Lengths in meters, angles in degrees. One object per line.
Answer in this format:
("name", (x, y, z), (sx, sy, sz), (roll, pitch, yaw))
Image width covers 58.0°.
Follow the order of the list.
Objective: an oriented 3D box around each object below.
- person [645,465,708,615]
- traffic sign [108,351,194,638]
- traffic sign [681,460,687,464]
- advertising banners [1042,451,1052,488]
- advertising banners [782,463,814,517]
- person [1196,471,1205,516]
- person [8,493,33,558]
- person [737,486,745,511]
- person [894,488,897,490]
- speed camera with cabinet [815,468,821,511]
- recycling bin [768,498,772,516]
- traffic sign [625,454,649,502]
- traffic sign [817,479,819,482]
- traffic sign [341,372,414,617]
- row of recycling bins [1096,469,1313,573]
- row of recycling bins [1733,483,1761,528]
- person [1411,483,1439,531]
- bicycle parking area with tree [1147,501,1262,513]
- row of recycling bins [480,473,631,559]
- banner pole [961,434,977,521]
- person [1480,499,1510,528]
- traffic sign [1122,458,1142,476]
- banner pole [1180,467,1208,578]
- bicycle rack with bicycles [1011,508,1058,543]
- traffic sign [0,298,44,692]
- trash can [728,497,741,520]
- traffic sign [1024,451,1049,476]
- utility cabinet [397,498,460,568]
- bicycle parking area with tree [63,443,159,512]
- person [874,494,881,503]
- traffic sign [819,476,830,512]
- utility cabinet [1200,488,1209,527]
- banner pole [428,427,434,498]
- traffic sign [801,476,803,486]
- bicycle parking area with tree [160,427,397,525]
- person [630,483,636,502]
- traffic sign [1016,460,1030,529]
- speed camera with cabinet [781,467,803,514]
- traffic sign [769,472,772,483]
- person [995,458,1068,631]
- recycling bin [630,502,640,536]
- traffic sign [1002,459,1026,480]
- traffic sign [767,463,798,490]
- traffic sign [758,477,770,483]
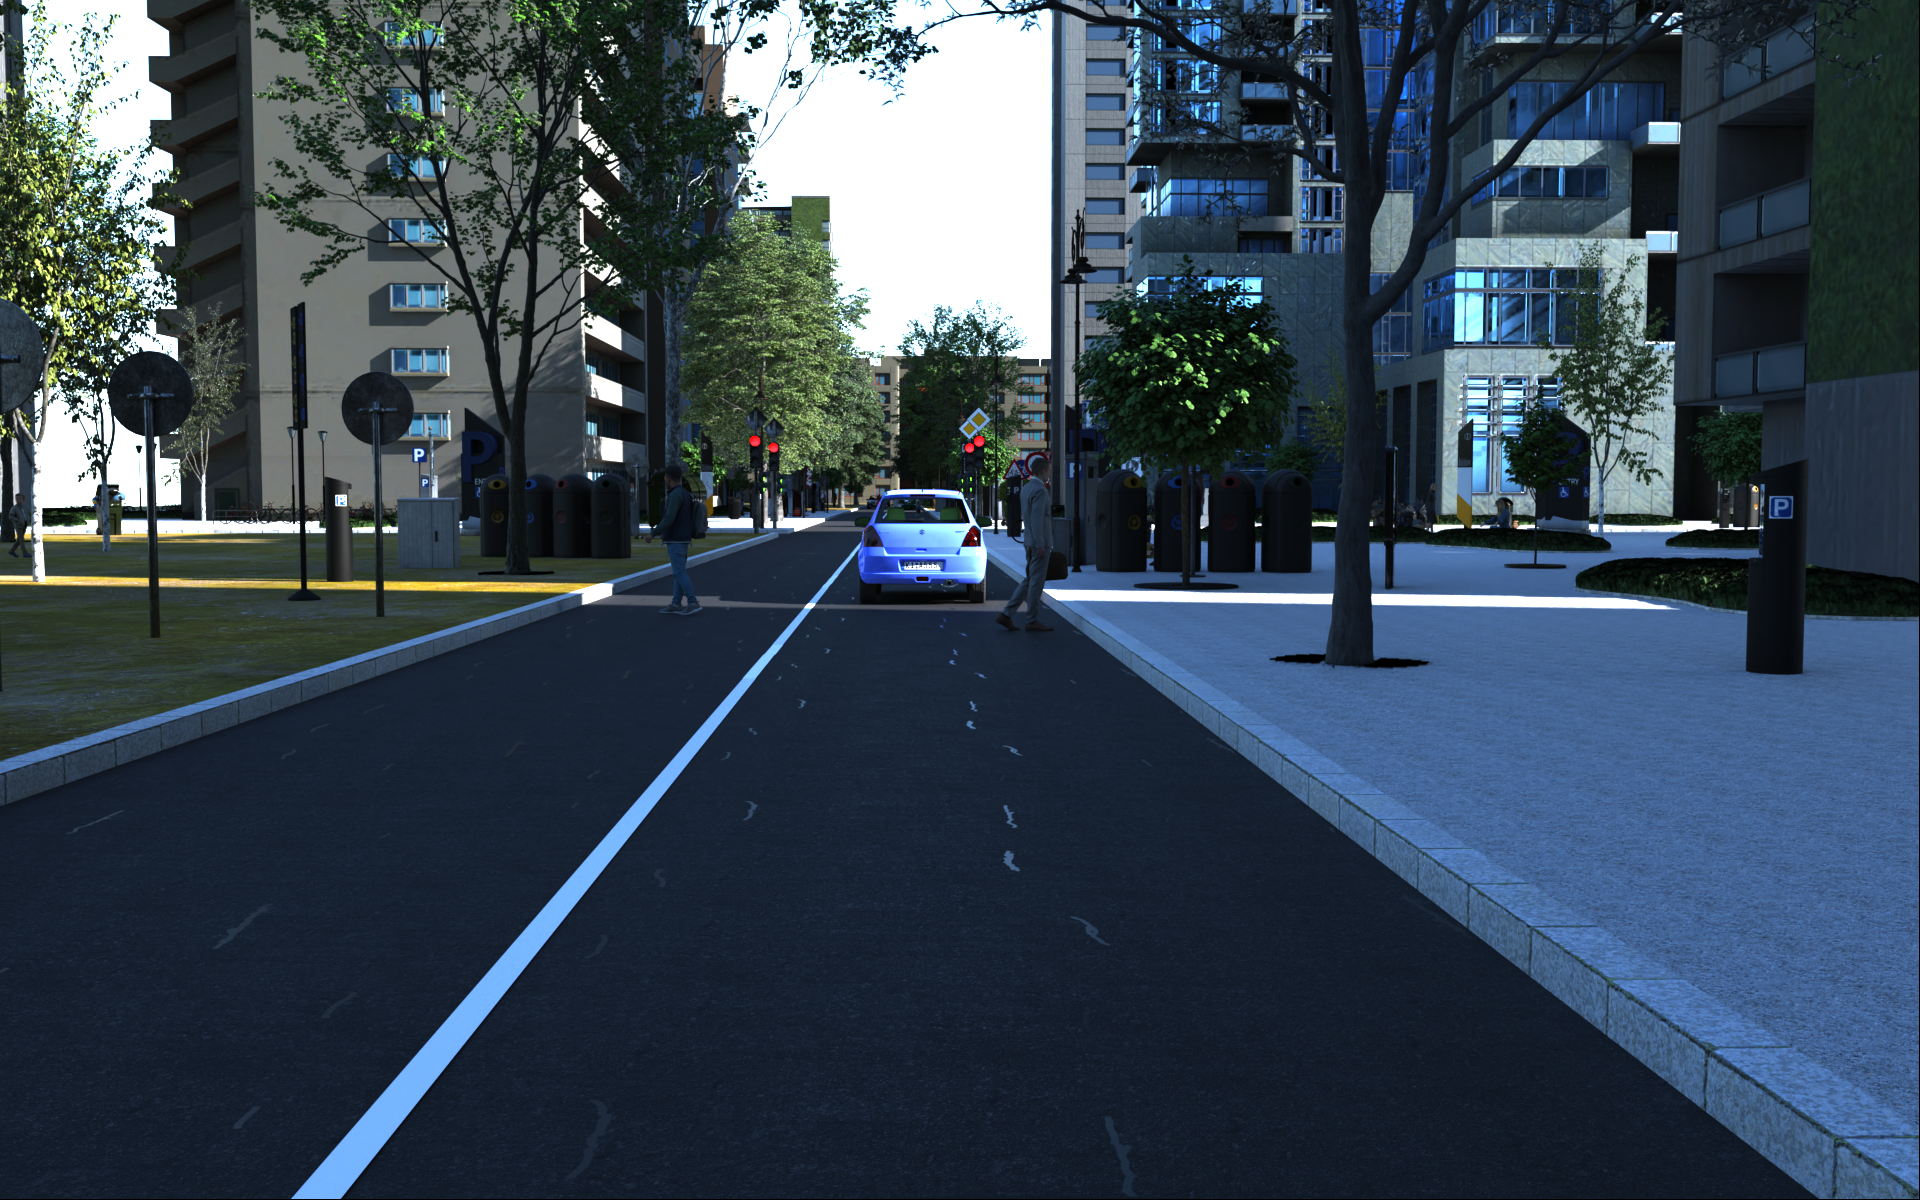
("person", (-3.378, -0.726, 20.721), (0.721, 1.781, 0.623), (0, 4, -3))
("traffic sign", (-7.199, -0.936, 15.418), (0.768, 2.556, 0.104), (0, 4, 1))
("traffic sign", (-10.285, -3.862, 63.252), (0.768, 2.556, 0.104), (0, 4, -1))
("advertising banners", (2.919, -4.573, 70.963), (2.074, 3.025, 0.090), (3, 4, 37))
("advertising banners", (-9.258, -6.219, 97.864), (2.074, 3.025, 0.090), (0, 4, 0))
("person", (5.488, -2.090, 40.228), (0.388, 1.821, 0.555), (3, 4, 36))
("person", (-18.918, -1.503, 34.893), (0.640, 1.303, 0.475), (1, 4, 11))
("person", (-13.477, -6.115, 106.372), (0.623, 1.781, 0.721), (2, 4, 32))
("person", (-3.971, -5.947, 106.080), (0.624, 1.780, 0.694), (3, 5, 44))
("speed camera with cabinet", (-10.696, -8.383, 131.397), (0.660, 3.252, 2.038), (0, 4, 4))
("recycling bin", (-11.215, -5.437, 101.451), (0.722, 1.027, 0.722), (-2, 4, -27))
("traffic sign", (-10.172, -3.332, 54.590), (0.768, 2.556, 0.104), (0, 4, 5))
("traffic sign", (-10.631, -8.165, 133.596), (0.768, 2.556, 0.104), (0, 4, 2))
("traffic sign", (-6.063, -1.097, 18.038), (0.768, 2.556, 0.104), (0, 4, 3))
("row of recycling bins", (4.017, -1.317, 28.654), (3.534, 1.692, 1.069), (0, 4, 5))
("row of recycling bins", (31.615, -3.656, 66.891), (3.534, 1.692, 1.069), (0, 4, -5))
("person", (15.897, -3.095, 59.320), (1.509, 1.804, 0.699), (-2, 4, -30))
("bicycle parking area with tree", (12.367, -6.409, 91.795), (9.016, 4.147, 8.231), (1, 4, 17))
("row of recycling bins", (-8.236, -1.720, 35.229), (3.534, 1.692, 1.069), (1, 4, 23))
("banner pole", (0.433, -5.007, 71.873), (0.863, 3.779, 0.401), (1, 4, 10))
("person", (14.216, -2.098, 45.837), (0.738, 1.151, 1.012), (0, 4, 7))
("traffic sign", (4.773, -2.810, 48.076), (0.606, 2.300, 0.079), (0, 4, 6))
("banner pole", (3.767, -2.253, 26.861), (0.863, 3.779, 0.401), (-3, 5, -45))
("bicycle rack with bicycles", (2.681, -1.903, 44.488), (2.925, 0.926, 2.852), (1, 4, 19))
("traffic sign", (-6.268, -0.677, 11.175), (0.768, 2.556, 0.104), (0, 4, 7))
("trash can", (-11.366, -4.626, 87.295), (0.748, 1.137, 0.748), (0, 3, 0))
("traffic sign", (2.303, -3.152, 51.648), (0.768, 2.556, 0.104), (0, 4, 8))
("utility cabinet", (-9.253, -1.162, 30.162), (1.020, 1.237, 0.306), (0, 4, 7))
("bicycle parking area with tree", (-46.813, -6.872, 99.352), (9.016, 4.147, 8.231), (-1, 4, -20))
("person", (-7.424, -9.037, 159.508), (1.065, 1.426, 0.557), (1, 4, 21))
("traffic sign", (-9.455, -7.365, 120.527), (0.768, 2.556, 0.104), (0, 4, 6))
("utility cabinet", (9.075, -3.569, 67.031), (1.173, 1.500, 0.318), (1, 4, 10))
("banner pole", (-19.591, -4.541, 64.269), (0.401, 3.779, 0.863), (-2, 4, -26))
("traffic sign", (-10.835, -7.104, 116.264), (0.768, 2.556, 0.104), (0, 4, 7))
("bicycle parking area with tree", (-28.547, -5.463, 76.326), (9.016, 4.147, 8.231), (0, 4, 7))
("person", (-16.002, -4.800, 84.692), (0.661, 1.801, 0.590), (-1, 4, -16))
("traffic sign", (2.275, -3.910, 64.037), (0.768, 2.556, 0.104), (0, 4, 4))
("speed camera with cabinet", (-10.791, -7.116, 110.682), (0.660, 3.252, 2.038), (2, 4, 29))
("traffic sign", (-10.076, -5.779, 94.593), (0.768, 2.556, 0.104), (0, 4, 5))
("person", (0.810, -0.582, 18.139), (0.853, 1.813, 0.709), (-1, 4, -19))
("recycling bin", (-10.364, -2.494, 53.338), (0.722, 1.027, 0.722), (3, 5, 39))
("traffic sign", (1.986, -3.879, 63.418), (0.884, 2.594, 0.081), (0, 4, 6))
("traffic sign", (-11.642, -7.374, 114.440), (2.265, 3.308, 0.079), (0, 4, 2))
("traffic sign", (-12.313, -6.645, 108.743), (0.768, 2.556, 0.104), (0, 4, 4))
